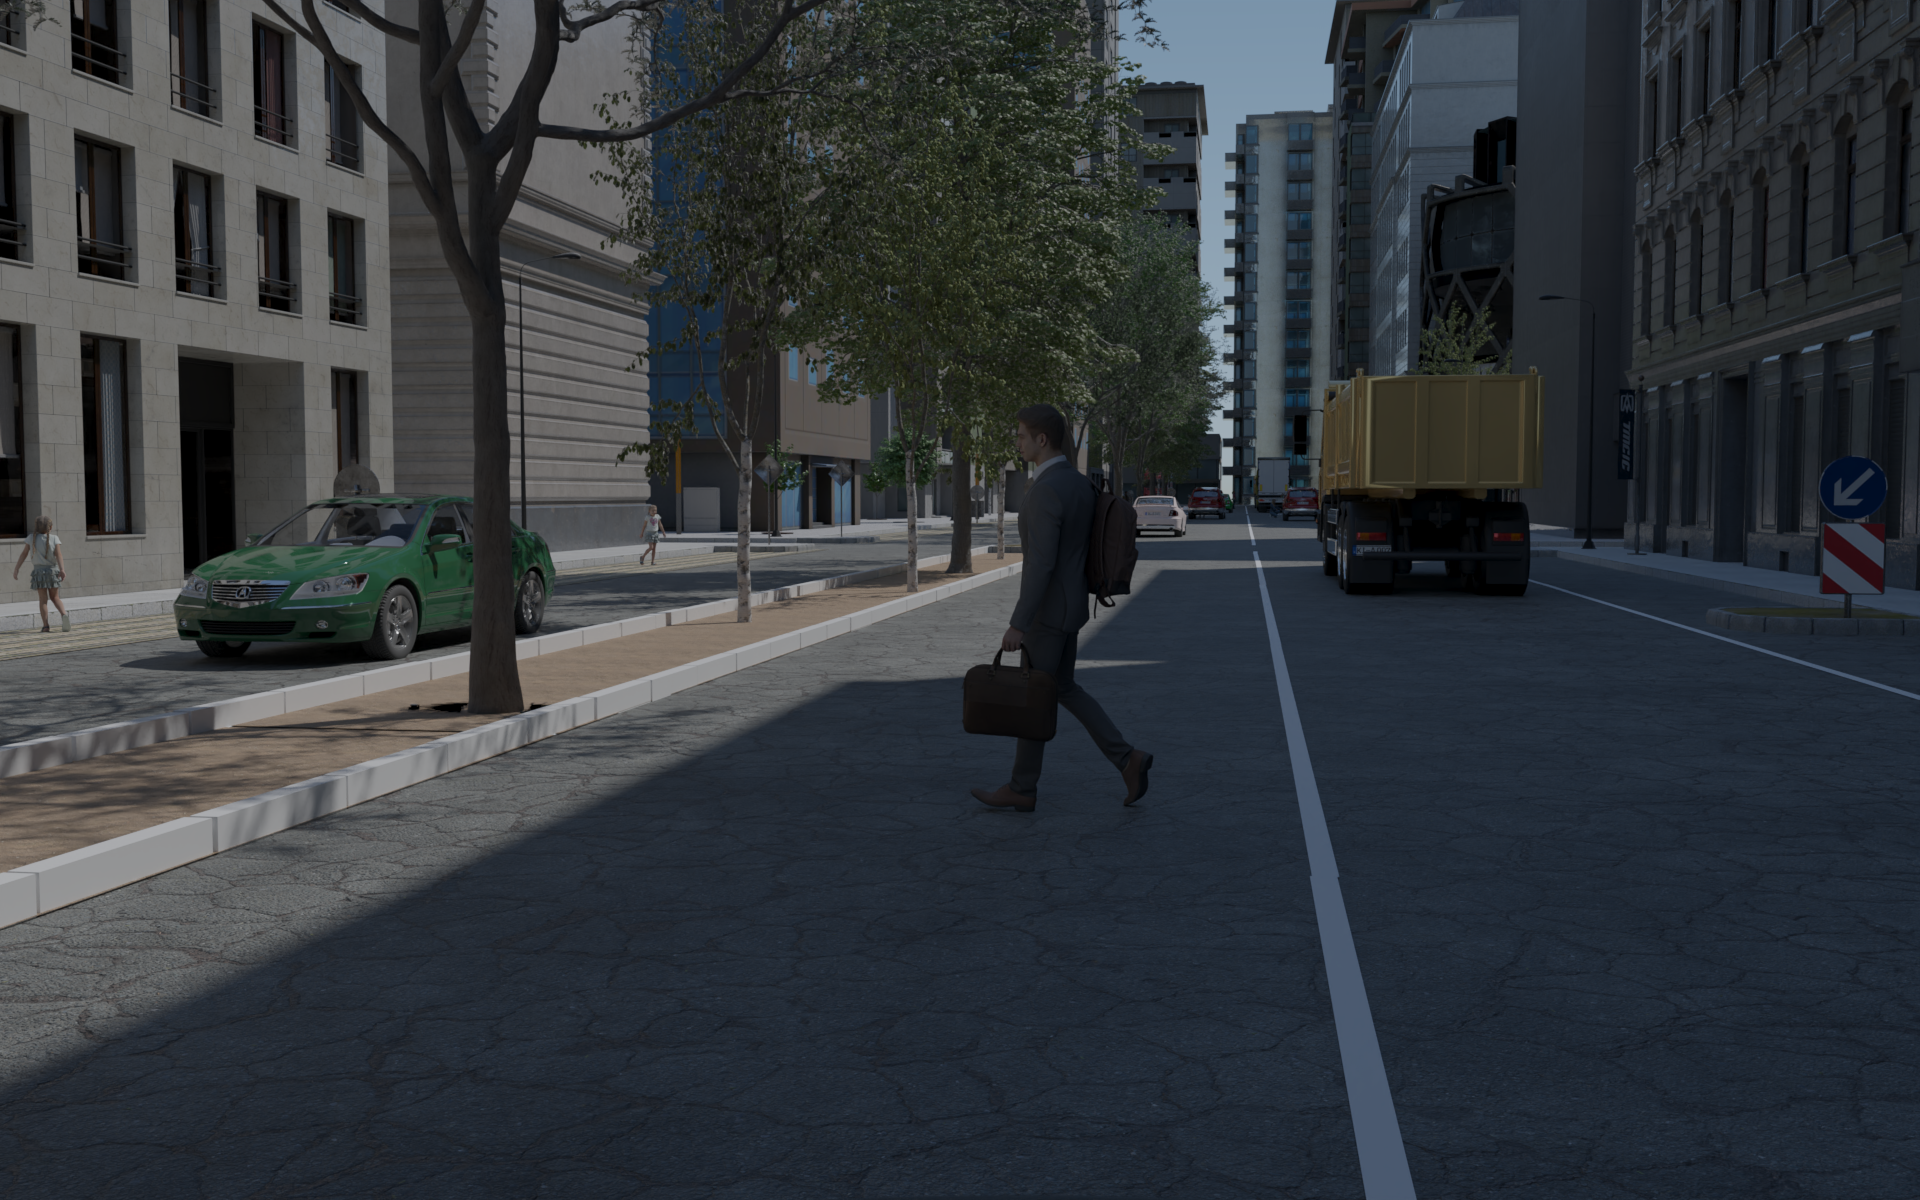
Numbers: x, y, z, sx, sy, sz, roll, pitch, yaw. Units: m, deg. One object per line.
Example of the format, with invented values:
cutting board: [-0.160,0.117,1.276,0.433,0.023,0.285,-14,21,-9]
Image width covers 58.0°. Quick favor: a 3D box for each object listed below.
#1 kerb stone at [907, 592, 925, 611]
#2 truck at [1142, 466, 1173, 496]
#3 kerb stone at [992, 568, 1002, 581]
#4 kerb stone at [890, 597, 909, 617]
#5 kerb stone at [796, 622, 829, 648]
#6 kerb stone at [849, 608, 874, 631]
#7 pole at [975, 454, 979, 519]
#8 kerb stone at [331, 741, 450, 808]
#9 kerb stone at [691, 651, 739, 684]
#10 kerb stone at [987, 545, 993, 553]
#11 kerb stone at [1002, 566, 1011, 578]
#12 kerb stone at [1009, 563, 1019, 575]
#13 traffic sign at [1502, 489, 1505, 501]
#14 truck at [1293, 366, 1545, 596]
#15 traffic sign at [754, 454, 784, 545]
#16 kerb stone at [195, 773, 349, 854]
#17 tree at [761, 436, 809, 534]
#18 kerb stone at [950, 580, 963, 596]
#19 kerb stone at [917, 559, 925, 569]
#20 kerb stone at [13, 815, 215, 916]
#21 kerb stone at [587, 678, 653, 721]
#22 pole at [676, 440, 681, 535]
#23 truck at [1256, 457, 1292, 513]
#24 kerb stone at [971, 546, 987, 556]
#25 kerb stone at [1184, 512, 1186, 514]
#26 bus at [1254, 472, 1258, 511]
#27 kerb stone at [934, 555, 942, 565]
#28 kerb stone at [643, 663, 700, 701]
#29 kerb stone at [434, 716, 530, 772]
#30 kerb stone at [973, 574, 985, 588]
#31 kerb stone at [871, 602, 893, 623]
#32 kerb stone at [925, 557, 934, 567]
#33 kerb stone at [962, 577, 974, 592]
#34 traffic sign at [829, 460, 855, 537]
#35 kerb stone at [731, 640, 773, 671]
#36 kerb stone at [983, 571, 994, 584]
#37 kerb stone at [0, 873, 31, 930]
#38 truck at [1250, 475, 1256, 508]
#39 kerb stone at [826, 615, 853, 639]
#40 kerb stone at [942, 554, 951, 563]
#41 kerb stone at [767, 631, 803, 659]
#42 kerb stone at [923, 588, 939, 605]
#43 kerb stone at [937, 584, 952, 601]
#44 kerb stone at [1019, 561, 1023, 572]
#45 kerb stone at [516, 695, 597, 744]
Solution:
kerb stone: [-0.622,0.038,21.568,0.120,0.150,1.000,1,4,9]
truck: [20.077,-11.413,175.516,2.839,4.237,11.283,1,4,9]
kerb stone: [0.530,-0.394,28.643,0.120,0.150,1.000,1,4,9]
kerb stone: [-0.789,0.100,20.558,0.120,0.150,1.000,1,4,9]
kerb stone: [-1.446,0.349,16.489,0.120,0.150,1.000,1,4,9]
kerb stone: [-1.110,0.225,18.524,0.120,0.150,1.000,1,4,9]
pole: [0.875,-5.722,87.401,0.158,3.312,0.155,0,3,0]
kerb stone: [-2.768,0.844,8.397,0.120,0.150,1.000,1,4,9]
kerb stone: [-1.944,0.534,13.461,0.120,0.150,1.000,1,4,9]
kerb stone: [0.616,-1.216,42.127,0.120,0.150,1.000,1,4,9]
kerb stone: [0.703,-0.456,29.650,0.120,0.150,1.000,1,4,9]
kerb stone: [0.875,-0.518,30.667,0.120,0.150,1.000,1,4,9]
traffic sign: [12.792,-2.273,40.800,0.795,2.450,0.064,1,4,9]
truck: [7.299,-1.971,28.156,3.469,3.379,9.791,1,4,9]
traffic sign: [-4.816,-2.449,43.686,0.795,2.450,0.064,1,4,9]
kerb stone: [-2.929,0.906,7.388,0.120,0.150,1.000,1,4,9]
tree: [-5.920,-3.719,55.412,1.663,3.219,1.824,0,3,0]
kerb stone: [-0.128,-0.145,24.600,0.120,0.150,1.000,1,4,9]
kerb stone: [-0.872,-0.658,33.008,0.120,0.150,1.000,1,4,9]
kerb stone: [-3.102,0.968,6.381,0.120,0.150,1.000,1,4,9]
kerb stone: [-2.270,0.658,11.443,0.120,0.150,1.000,1,4,9]
pole: [-8.924,-3.733,54.881,0.158,3.312,0.155,0,3,0]
truck: [24.803,-9.049,136.863,2.839,4.237,11.283,1,4,10]
kerb stone: [0.447,-1.157,41.112,0.120,0.150,1.000,1,4,9]
kerb stone: [15.989,-6.182,123.276,0.120,0.150,1.000,1,4,9]
bus: [27.188,-9.787,151.559,2.896,3.916,12.252,1,4,10]
kerb stone: [-0.553,-0.785,35.028,0.120,0.150,1.000,1,4,9]
kerb stone: [-2.102,0.596,12.452,0.120,0.150,1.000,1,4,9]
kerb stone: [-2.611,0.782,9.410,0.120,0.150,1.000,1,4,9]
kerb stone: [0.208,-0.271,26.625,0.120,0.150,1.000,1,4,9]
kerb stone: [-0.948,0.162,19.542,0.120,0.150,1.000,1,4,9]
kerb stone: [-0.711,-0.723,34.018,0.120,0.150,1.000,1,4,9]
kerb stone: [0.040,-0.207,25.609,0.120,0.150,1.000,1,4,9]
traffic sign: [-3.529,-2.931,51.567,0.795,2.450,0.064,1,4,9]
kerb stone: [-1.776,0.473,14.470,0.120,0.150,1.000,1,4,9]
kerb stone: [0.370,-0.333,27.634,0.120,0.150,1.000,1,4,9]
kerb stone: [-3.263,1.029,5.371,0.120,0.150,1.000,1,4,9]
truck: [31.134,-10.985,175.530,3.469,3.379,9.791,1,4,9]
kerb stone: [-1.282,0.288,17.517,0.120,0.150,1.000,1,4,9]
kerb stone: [-0.377,-0.843,36.046,0.120,0.150,1.000,1,4,9]
kerb stone: [-1.614,0.411,15.479,0.120,0.150,1.000,1,4,9]
kerb stone: [-0.457,-0.023,22.576,0.120,0.150,1.000,1,4,9]
kerb stone: [-0.285,-0.085,23.584,0.120,0.150,1.000,1,4,9]
kerb stone: [1.030,-0.580,31.686,0.120,0.150,1.000,1,4,9]
kerb stone: [-2.446,0.720,10.431,0.120,0.150,1.000,1,4,9]
